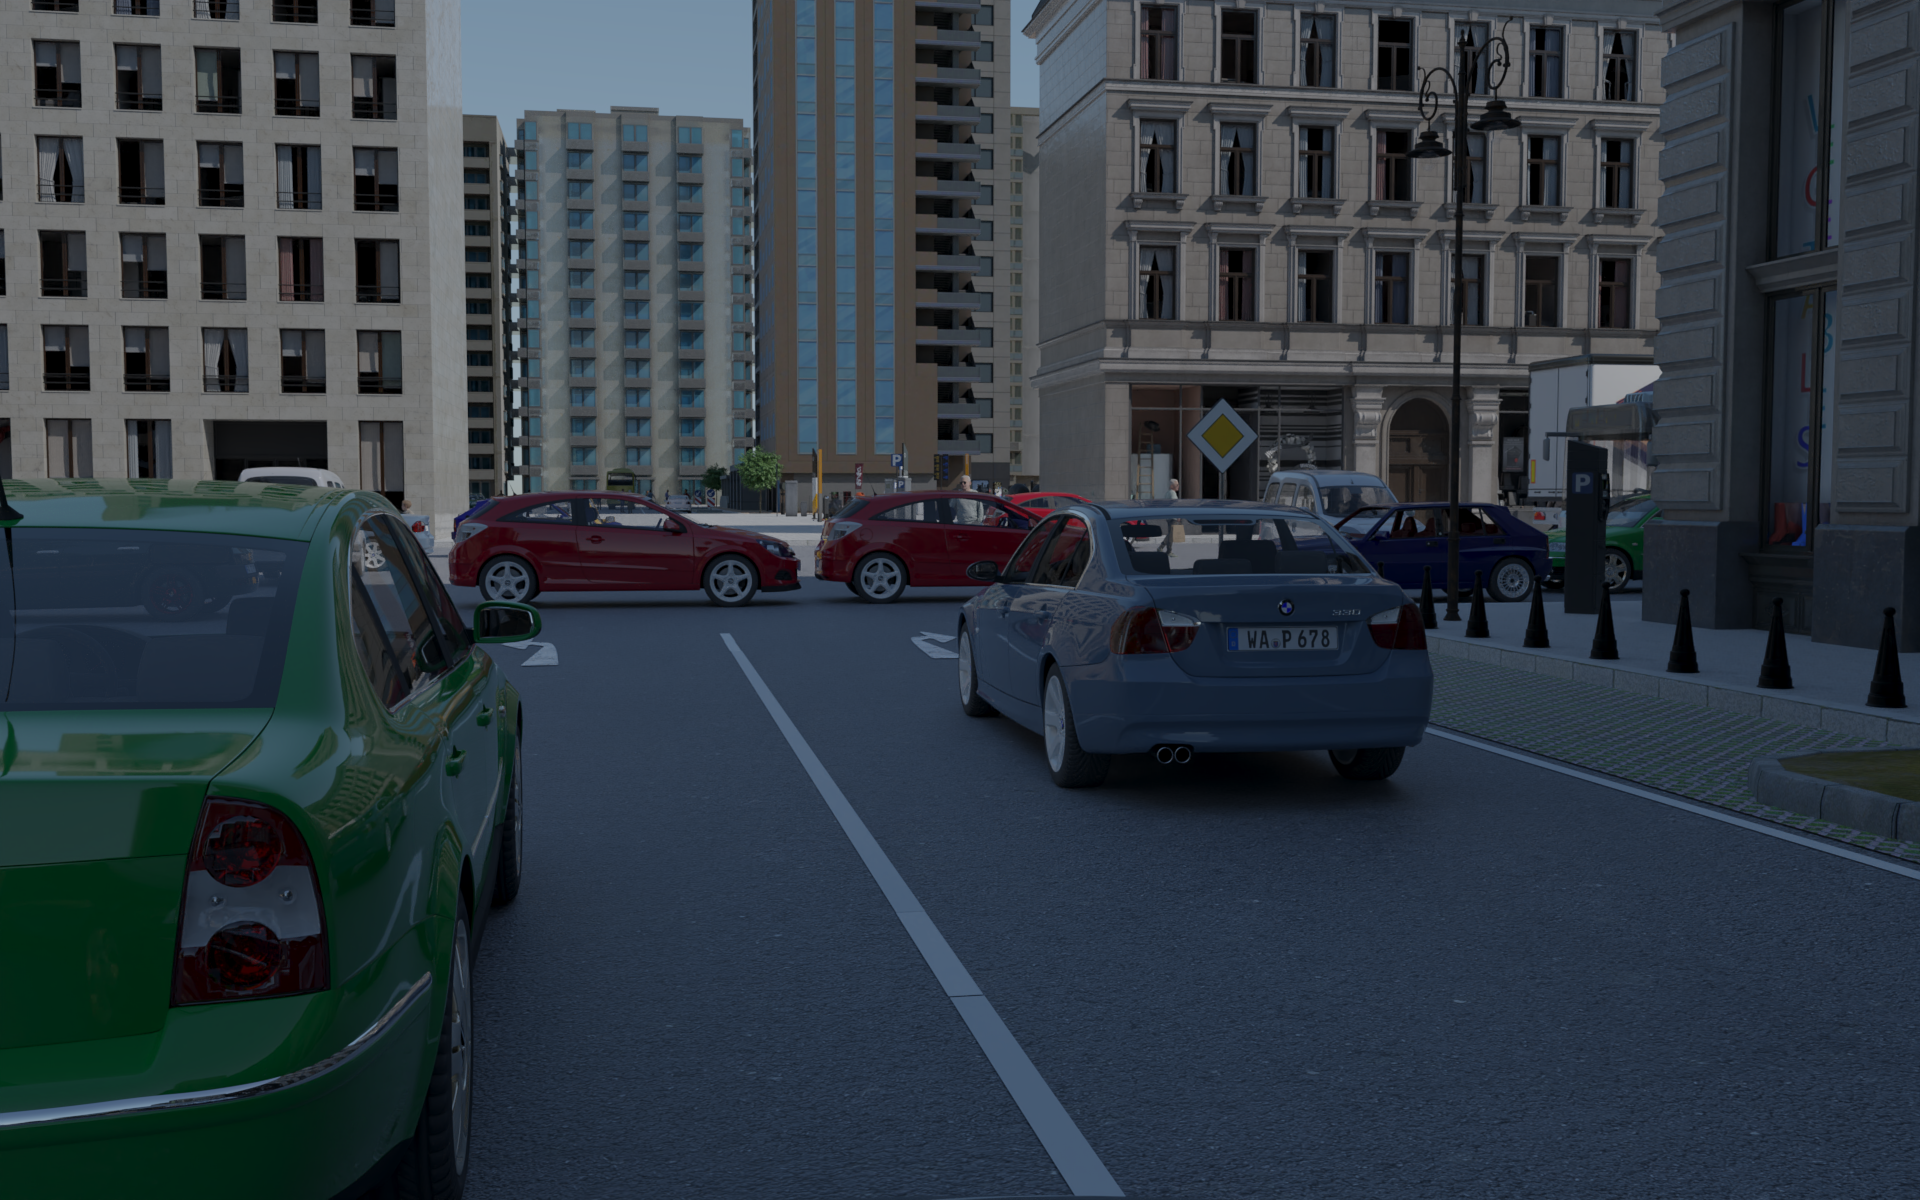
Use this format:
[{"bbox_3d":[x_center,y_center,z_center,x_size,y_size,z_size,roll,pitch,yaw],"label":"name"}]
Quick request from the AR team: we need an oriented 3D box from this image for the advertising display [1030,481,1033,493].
[{"bbox_3d":[3.429,-4.739,82.690,0.123,1.923,0.974,0,4,1],"label":"advertising display"}]

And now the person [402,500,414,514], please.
[{"bbox_3d":[-12.045,-1.530,37.787,0.475,1.303,0.640,1,4,22],"label":"person"}]

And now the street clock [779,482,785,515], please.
[{"bbox_3d":[-10.931,-6.256,106.863,0.358,2.002,0.471,2,4,28],"label":"street clock"}]

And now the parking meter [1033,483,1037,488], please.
[{"bbox_3d":[4.106,-5.421,94.339,0.255,1.863,0.399,0,4,7],"label":"parking meter"}]

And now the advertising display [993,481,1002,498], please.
[{"bbox_3d":[1.881,-5.035,87.533,0.123,1.923,0.974,1,4,23],"label":"advertising display"}]

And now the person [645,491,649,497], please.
[{"bbox_3d":[-34.924,-11.317,193.554,0.705,1.821,1.348,1,4,11],"label":"person"}]

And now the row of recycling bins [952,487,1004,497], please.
[{"bbox_3d":[1.161,-5.868,103.048,3.534,1.692,1.069,-1,4,-17],"label":"row of recycling bins"}]

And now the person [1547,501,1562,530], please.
[{"bbox_3d":[14.998,-2.071,42.895,0.750,1.759,0.617,-2,4,-26],"label":"person"}]

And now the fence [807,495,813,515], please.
[{"bbox_3d":[-8.561,-5.932,108.189,2.264,1.192,0.480,-3,5,-41],"label":"fence"}]

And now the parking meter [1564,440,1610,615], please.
[{"bbox_3d":[6.722,-0.786,18.560,0.399,1.863,0.255,3,5,41],"label":"parking meter"}]

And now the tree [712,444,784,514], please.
[{"bbox_3d":[-13.142,-7.918,113.178,4.285,4.588,4.351,0,3,0],"label":"tree"}]

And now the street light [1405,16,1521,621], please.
[{"bbox_3d":[4.998,-2.729,17.402,0.468,5.910,1.993,-1,4,-11],"label":"street light"}]

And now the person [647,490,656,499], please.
[{"bbox_3d":[-28.404,-9.195,158.825,0.705,1.826,1.348,3,5,43],"label":"person"}]

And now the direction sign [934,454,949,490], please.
[{"bbox_3d":[-1.067,-6.493,98.152,0.876,3.537,0.379,1,4,20],"label":"direction sign"}]

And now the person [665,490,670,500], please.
[{"bbox_3d":[-27.310,-9.414,162.293,0.599,1.838,0.709,0,4,8],"label":"person"}]

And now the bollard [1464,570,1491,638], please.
[{"bbox_3d":[4.641,0.032,15.513,0.229,0.601,0.229,0,3,0],"label":"bollard"}]

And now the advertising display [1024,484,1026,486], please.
[{"bbox_3d":[3.733,-6.277,107.839,0.123,1.923,0.974,-3,5,-42],"label":"advertising display"}]

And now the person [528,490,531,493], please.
[{"bbox_3d":[-42.753,-10.027,172.065,0.705,1.869,1.348,-3,4,-37],"label":"person"}]

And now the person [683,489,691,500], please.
[{"bbox_3d":[-21.458,-7.771,135.512,1.348,1.831,0.705,3,4,36],"label":"person"}]

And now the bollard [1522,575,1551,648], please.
[{"bbox_3d":[4.834,0.094,14.505,0.229,0.601,0.229,0,3,0],"label":"bollard"}]

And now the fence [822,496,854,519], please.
[{"bbox_3d":[-5.822,-4.636,87.008,0.480,1.192,2.264,3,5,45],"label":"fence"}]

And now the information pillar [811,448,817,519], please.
[{"bbox_3d":[-7.351,-5.892,87.683,0.183,3.616,0.504,-2,4,-27],"label":"information pillar"}]

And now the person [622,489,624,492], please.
[{"bbox_3d":[-25.770,-7.610,132.788,0.709,1.838,0.599,3,5,44],"label":"person"}]

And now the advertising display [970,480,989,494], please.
[{"bbox_3d":[0.882,-4.414,77.384,0.974,1.923,0.123,-3,4,-36],"label":"advertising display"}]

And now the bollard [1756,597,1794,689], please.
[{"bbox_3d":[5.406,0.280,11.467,0.229,0.601,0.229,0,3,0],"label":"bollard"}]

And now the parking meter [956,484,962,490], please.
[{"bbox_3d":[-0.006,-5.006,87.562,0.399,1.863,0.255,0,4,-7],"label":"parking meter"}]

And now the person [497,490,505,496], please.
[{"bbox_3d":[-33.780,-7.242,127.619,1.217,1.735,0.721,-1,4,-9],"label":"person"}]

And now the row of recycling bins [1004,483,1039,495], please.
[{"bbox_3d":[3.650,-3.703,67.663,3.534,1.692,1.069,-1,4,-9],"label":"row of recycling bins"}]

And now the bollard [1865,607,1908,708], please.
[{"bbox_3d":[5.602,0.342,10.455,0.229,0.601,0.229,0,3,0],"label":"bollard"}]

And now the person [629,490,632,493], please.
[{"bbox_3d":[-23.809,-7.105,125.404,1.217,1.736,0.721,3,4,37],"label":"person"}]

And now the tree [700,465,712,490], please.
[{"bbox_3d":[-24.737,-11.770,176.146,4.285,4.588,4.351,0,3,0],"label":"tree"}]

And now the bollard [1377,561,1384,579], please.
[{"bbox_3d":[4.257,-0.092,17.540,0.229,0.601,0.229,0,3,0],"label":"bollard"}]

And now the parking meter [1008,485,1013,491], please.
[{"bbox_3d":[3.291,-6.482,111.687,0.255,1.863,0.399,-2,4,-34],"label":"parking meter"}]

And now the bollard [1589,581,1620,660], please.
[{"bbox_3d":[5.027,0.156,13.492,0.229,0.601,0.229,0,3,0],"label":"bollard"}]

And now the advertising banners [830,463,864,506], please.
[{"bbox_3d":[-6.425,-6.244,98.282,2.074,3.025,0.090,1,4,18],"label":"advertising banners"}]

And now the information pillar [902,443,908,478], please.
[{"bbox_3d":[-2.524,-5.384,79.385,0.183,3.616,0.504,1,4,22],"label":"information pillar"}]

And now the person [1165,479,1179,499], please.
[{"bbox_3d":[4.748,-1.833,38.957,0.515,1.767,0.782,-1,4,-9],"label":"person"}]

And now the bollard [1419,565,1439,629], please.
[{"bbox_3d":[4.455,-0.029,16.523,0.229,0.601,0.229,0,3,0],"label":"bollard"}]

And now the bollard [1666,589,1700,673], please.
[{"bbox_3d":[5.214,0.218,12.475,0.229,0.601,0.229,0,3,0],"label":"bollard"}]
